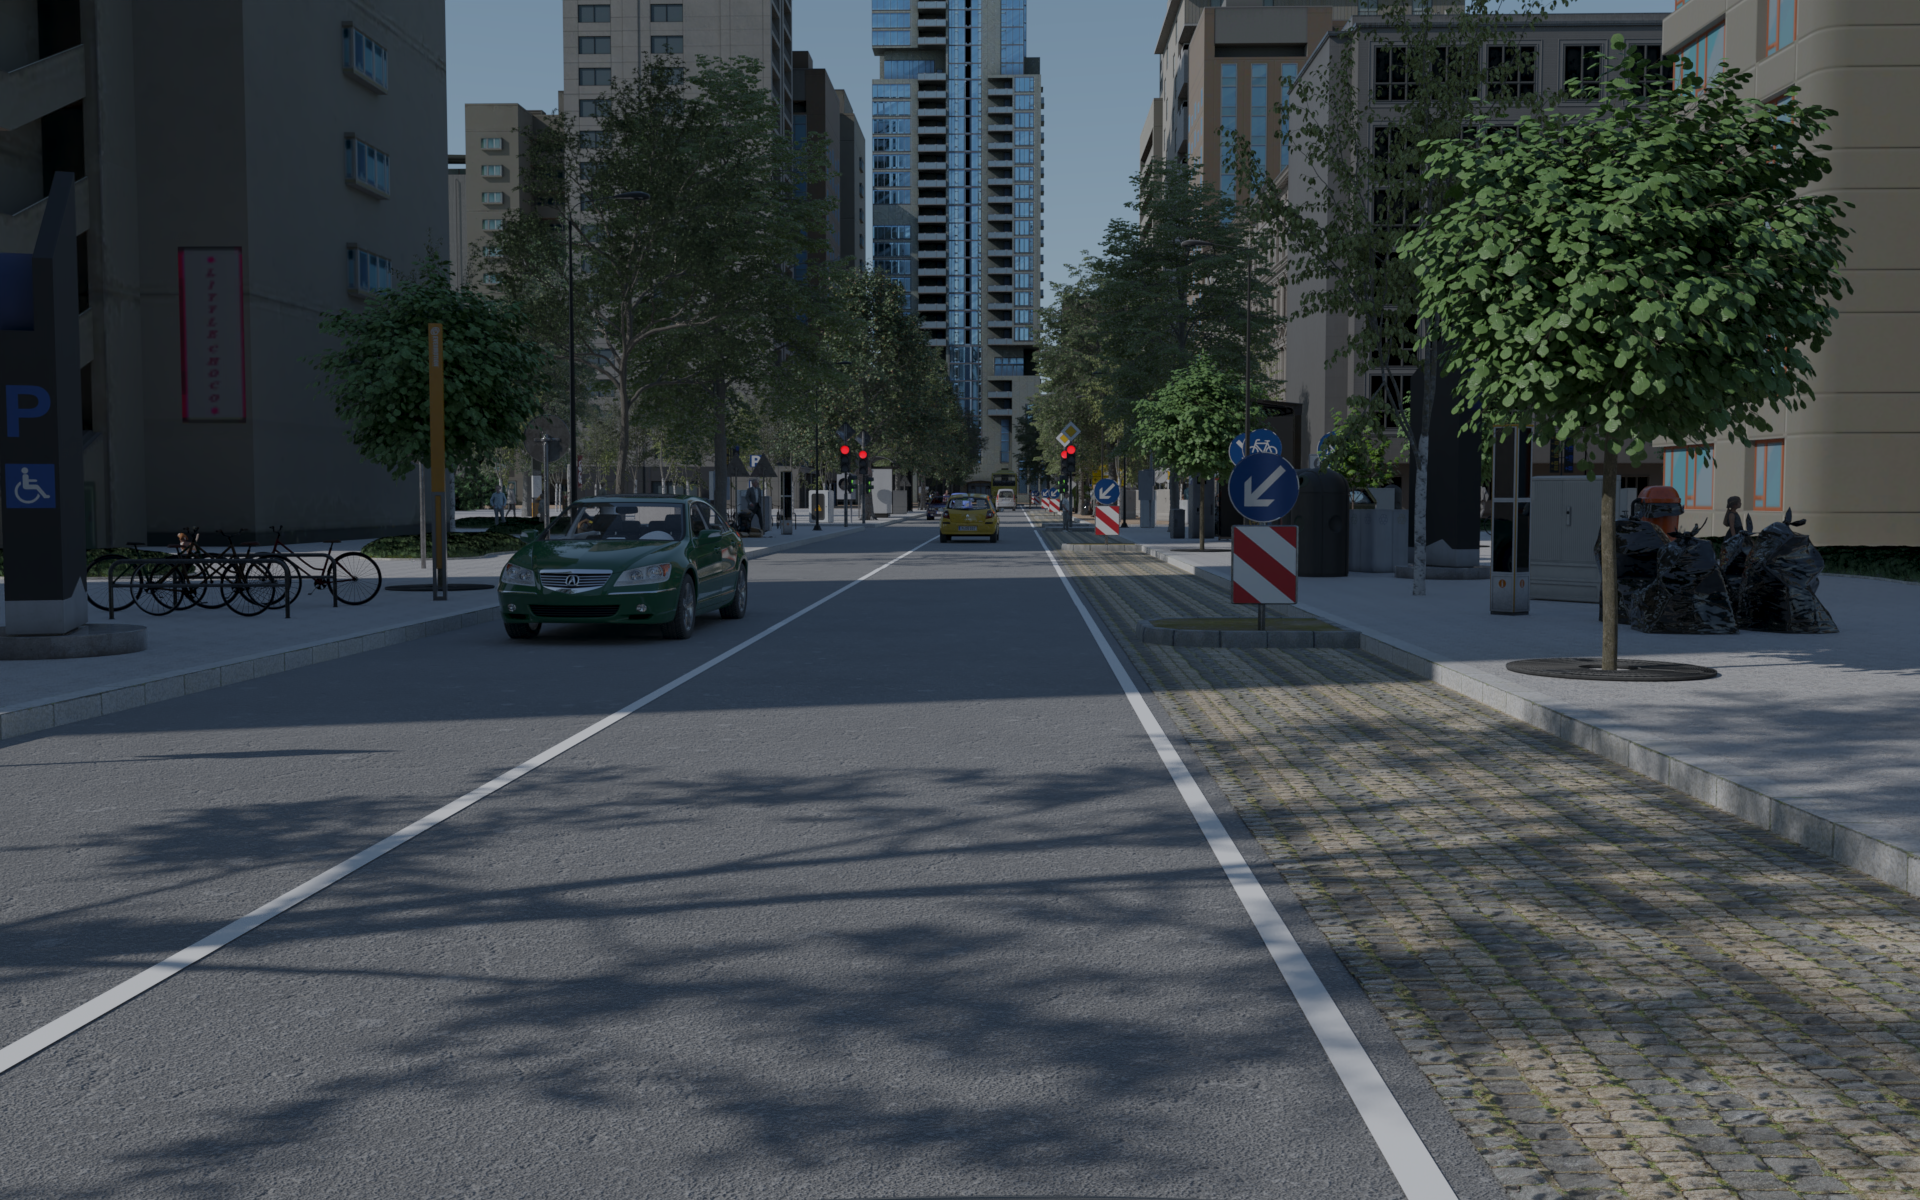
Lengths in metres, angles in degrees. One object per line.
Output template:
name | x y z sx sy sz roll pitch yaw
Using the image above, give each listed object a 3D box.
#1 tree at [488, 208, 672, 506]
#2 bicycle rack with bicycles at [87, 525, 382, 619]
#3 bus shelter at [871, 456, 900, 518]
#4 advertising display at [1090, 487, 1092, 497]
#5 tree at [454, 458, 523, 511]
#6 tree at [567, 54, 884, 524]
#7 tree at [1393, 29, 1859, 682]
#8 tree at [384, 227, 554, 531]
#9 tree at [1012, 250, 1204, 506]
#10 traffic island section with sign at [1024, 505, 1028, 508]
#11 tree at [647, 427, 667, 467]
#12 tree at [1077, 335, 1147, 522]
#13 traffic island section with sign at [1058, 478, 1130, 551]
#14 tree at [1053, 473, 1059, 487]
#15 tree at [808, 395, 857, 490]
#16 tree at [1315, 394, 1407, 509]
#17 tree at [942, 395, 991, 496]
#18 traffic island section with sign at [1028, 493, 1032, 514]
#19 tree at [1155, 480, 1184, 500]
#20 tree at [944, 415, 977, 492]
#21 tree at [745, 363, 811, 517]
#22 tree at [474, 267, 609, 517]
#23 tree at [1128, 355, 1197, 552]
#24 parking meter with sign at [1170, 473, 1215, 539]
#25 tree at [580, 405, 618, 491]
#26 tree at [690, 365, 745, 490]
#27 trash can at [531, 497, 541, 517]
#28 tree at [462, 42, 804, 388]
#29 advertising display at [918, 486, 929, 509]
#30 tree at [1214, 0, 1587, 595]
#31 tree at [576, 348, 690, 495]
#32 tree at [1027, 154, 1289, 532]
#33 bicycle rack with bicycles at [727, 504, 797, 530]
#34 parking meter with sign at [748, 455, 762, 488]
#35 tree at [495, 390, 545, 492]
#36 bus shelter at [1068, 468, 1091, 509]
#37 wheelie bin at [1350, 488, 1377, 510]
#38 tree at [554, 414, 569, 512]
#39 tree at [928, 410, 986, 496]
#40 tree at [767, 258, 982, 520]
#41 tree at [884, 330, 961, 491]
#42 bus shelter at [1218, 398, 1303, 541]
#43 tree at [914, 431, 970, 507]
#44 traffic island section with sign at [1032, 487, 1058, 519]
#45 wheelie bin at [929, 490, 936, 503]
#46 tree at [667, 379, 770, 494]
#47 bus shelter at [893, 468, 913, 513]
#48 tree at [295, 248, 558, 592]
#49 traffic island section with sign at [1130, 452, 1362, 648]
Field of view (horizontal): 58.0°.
tree | -24.626 -15.740 113.238 12.611 20.169 13.585 0 3 0
bicycle rack with bicycles | -8.054 -0.330 18.779 2.925 0.926 2.852 0 4 -3
bus shelter | -4.291 -6.192 95.163 2.014 3.302 5.546 0 4 2
advertising display | 10.763 -8.409 142.694 0.123 1.923 0.974 -1 4 -18
tree | -45.197 -14.876 145.040 18.604 14.587 13.155 0 4 1
tree | -6.189 -7.752 44.880 7.486 12.596 7.792 0 3 0
tree | 4.766 -1.757 12.439 4.285 4.588 4.351 0 3 0
tree | -14.129 -6.024 48.852 4.360 8.622 3.978 0 3 0
tree | 8.153 -11.275 91.001 9.857 13.997 8.962 0 3 0
traffic island section with sign | 7.711 -10.298 176.998 1.989 1.847 2.006 0 4 2
tree | -20.474 -10.646 124.418 4.737 8.622 4.395 0 3 0
tree | 7.489 -7.840 78.553 4.737 8.622 4.395 0 3 0
traffic island section with sign | 3.601 -2.176 44.213 1.989 1.847 2.006 0 4 2
tree | 9.883 -12.651 157.207 4.360 8.622 3.978 0 3 0
tree | -9.487 -10.748 126.089 4.737 8.622 4.395 0 3 0
tree | 7.436 -2.356 33.123 1.663 3.219 1.824 0 3 0
tree | -1.764 -17.194 191.492 12.009 13.543 11.850 0 3 0
traffic island section with sign | 6.150 -7.240 126.993 1.989 1.847 2.006 0 4 2
tree | 17.321 -11.857 144.222 4.360 8.622 3.978 0 3 0
tree | -1.846 -17.221 207.322 9.928 11.665 9.643 0 3 0
tree | -9.187 -8.996 97.441 4.360 8.622 3.978 0 3 0
tree | -24.687 -11.707 98.071 9.857 13.997 8.962 0 3 0
tree | 5.524 -3.367 38.770 4.285 4.588 4.351 0 3 0
parking meter with sign | 6.945 -3.281 49.900 1.738 3.016 0.543 -1 4 -11
tree | -28.942 -11.631 140.531 4.737 8.622 4.395 0 3 0
tree | -15.068 -8.982 97.211 4.360 8.622 3.978 0 3 0
trash can | -18.734 -4.008 77.177 0.748 1.137 0.748 0 3 0
tree | -6.699 -6.174 35.354 7.601 10.594 8.767 -1 4 -12
advertising display | -3.008 -8.423 142.921 0.974 1.923 0.123 -1 4 -23
tree | 5.654 -4.374 21.882 4.737 8.622 4.395 0 3 0
tree | -16.811 -8.441 88.375 4.360 8.622 3.978 0 3 0
tree | 7.549 -8.584 58.477 7.486 12.596 7.792 0 3 0
bicycle rack with bicycles | -7.159 -3.025 62.833 2.852 0.926 2.925 -1 4 -23
parking meter with sign | -9.125 -4.904 76.436 0.543 3.016 1.738 0 4 3
tree | -22.767 -8.332 86.594 4.737 8.622 4.395 0 3 0
bus shelter | 8.533 -8.124 126.758 2.014 3.302 5.546 0 4 2
wheelie bin | 8.956 -1.883 38.703 0.693 1.594 0.980 1 4 11
tree | -29.894 -10.943 129.274 4.360 8.622 3.978 0 3 0
tree | -1.226 -19.480 225.148 9.857 13.997 8.962 0 3 0
tree | -4.604 -10.232 84.307 9.611 12.733 9.660 0 3 0
tree | -3.785 -11.701 109.436 7.486 12.596 7.792 0 3 0
bus shelter | 7.545 -3.271 44.765 1.731 3.624 6.357 0 4 2
tree | -2.245 -14.930 178.523 7.601 10.594 8.767 1 4 9
traffic island section with sign | 5.322 -5.585 99.937 1.989 1.847 2.006 0 4 2
wheelie bin | -2.385 -8.591 148.366 0.693 1.594 0.980 0 4 -4
tree | -14.300 -9.403 104.094 4.737 8.622 4.395 0 3 0
bus shelter | -4.033 -8.079 123.378 1.731 3.624 6.357 0 4 2
tree | -7.133 -2.423 23.334 4.285 4.588 4.351 0 3 0
traffic island section with sign | 2.756 -0.510 16.967 1.989 1.847 2.006 0 4 2
